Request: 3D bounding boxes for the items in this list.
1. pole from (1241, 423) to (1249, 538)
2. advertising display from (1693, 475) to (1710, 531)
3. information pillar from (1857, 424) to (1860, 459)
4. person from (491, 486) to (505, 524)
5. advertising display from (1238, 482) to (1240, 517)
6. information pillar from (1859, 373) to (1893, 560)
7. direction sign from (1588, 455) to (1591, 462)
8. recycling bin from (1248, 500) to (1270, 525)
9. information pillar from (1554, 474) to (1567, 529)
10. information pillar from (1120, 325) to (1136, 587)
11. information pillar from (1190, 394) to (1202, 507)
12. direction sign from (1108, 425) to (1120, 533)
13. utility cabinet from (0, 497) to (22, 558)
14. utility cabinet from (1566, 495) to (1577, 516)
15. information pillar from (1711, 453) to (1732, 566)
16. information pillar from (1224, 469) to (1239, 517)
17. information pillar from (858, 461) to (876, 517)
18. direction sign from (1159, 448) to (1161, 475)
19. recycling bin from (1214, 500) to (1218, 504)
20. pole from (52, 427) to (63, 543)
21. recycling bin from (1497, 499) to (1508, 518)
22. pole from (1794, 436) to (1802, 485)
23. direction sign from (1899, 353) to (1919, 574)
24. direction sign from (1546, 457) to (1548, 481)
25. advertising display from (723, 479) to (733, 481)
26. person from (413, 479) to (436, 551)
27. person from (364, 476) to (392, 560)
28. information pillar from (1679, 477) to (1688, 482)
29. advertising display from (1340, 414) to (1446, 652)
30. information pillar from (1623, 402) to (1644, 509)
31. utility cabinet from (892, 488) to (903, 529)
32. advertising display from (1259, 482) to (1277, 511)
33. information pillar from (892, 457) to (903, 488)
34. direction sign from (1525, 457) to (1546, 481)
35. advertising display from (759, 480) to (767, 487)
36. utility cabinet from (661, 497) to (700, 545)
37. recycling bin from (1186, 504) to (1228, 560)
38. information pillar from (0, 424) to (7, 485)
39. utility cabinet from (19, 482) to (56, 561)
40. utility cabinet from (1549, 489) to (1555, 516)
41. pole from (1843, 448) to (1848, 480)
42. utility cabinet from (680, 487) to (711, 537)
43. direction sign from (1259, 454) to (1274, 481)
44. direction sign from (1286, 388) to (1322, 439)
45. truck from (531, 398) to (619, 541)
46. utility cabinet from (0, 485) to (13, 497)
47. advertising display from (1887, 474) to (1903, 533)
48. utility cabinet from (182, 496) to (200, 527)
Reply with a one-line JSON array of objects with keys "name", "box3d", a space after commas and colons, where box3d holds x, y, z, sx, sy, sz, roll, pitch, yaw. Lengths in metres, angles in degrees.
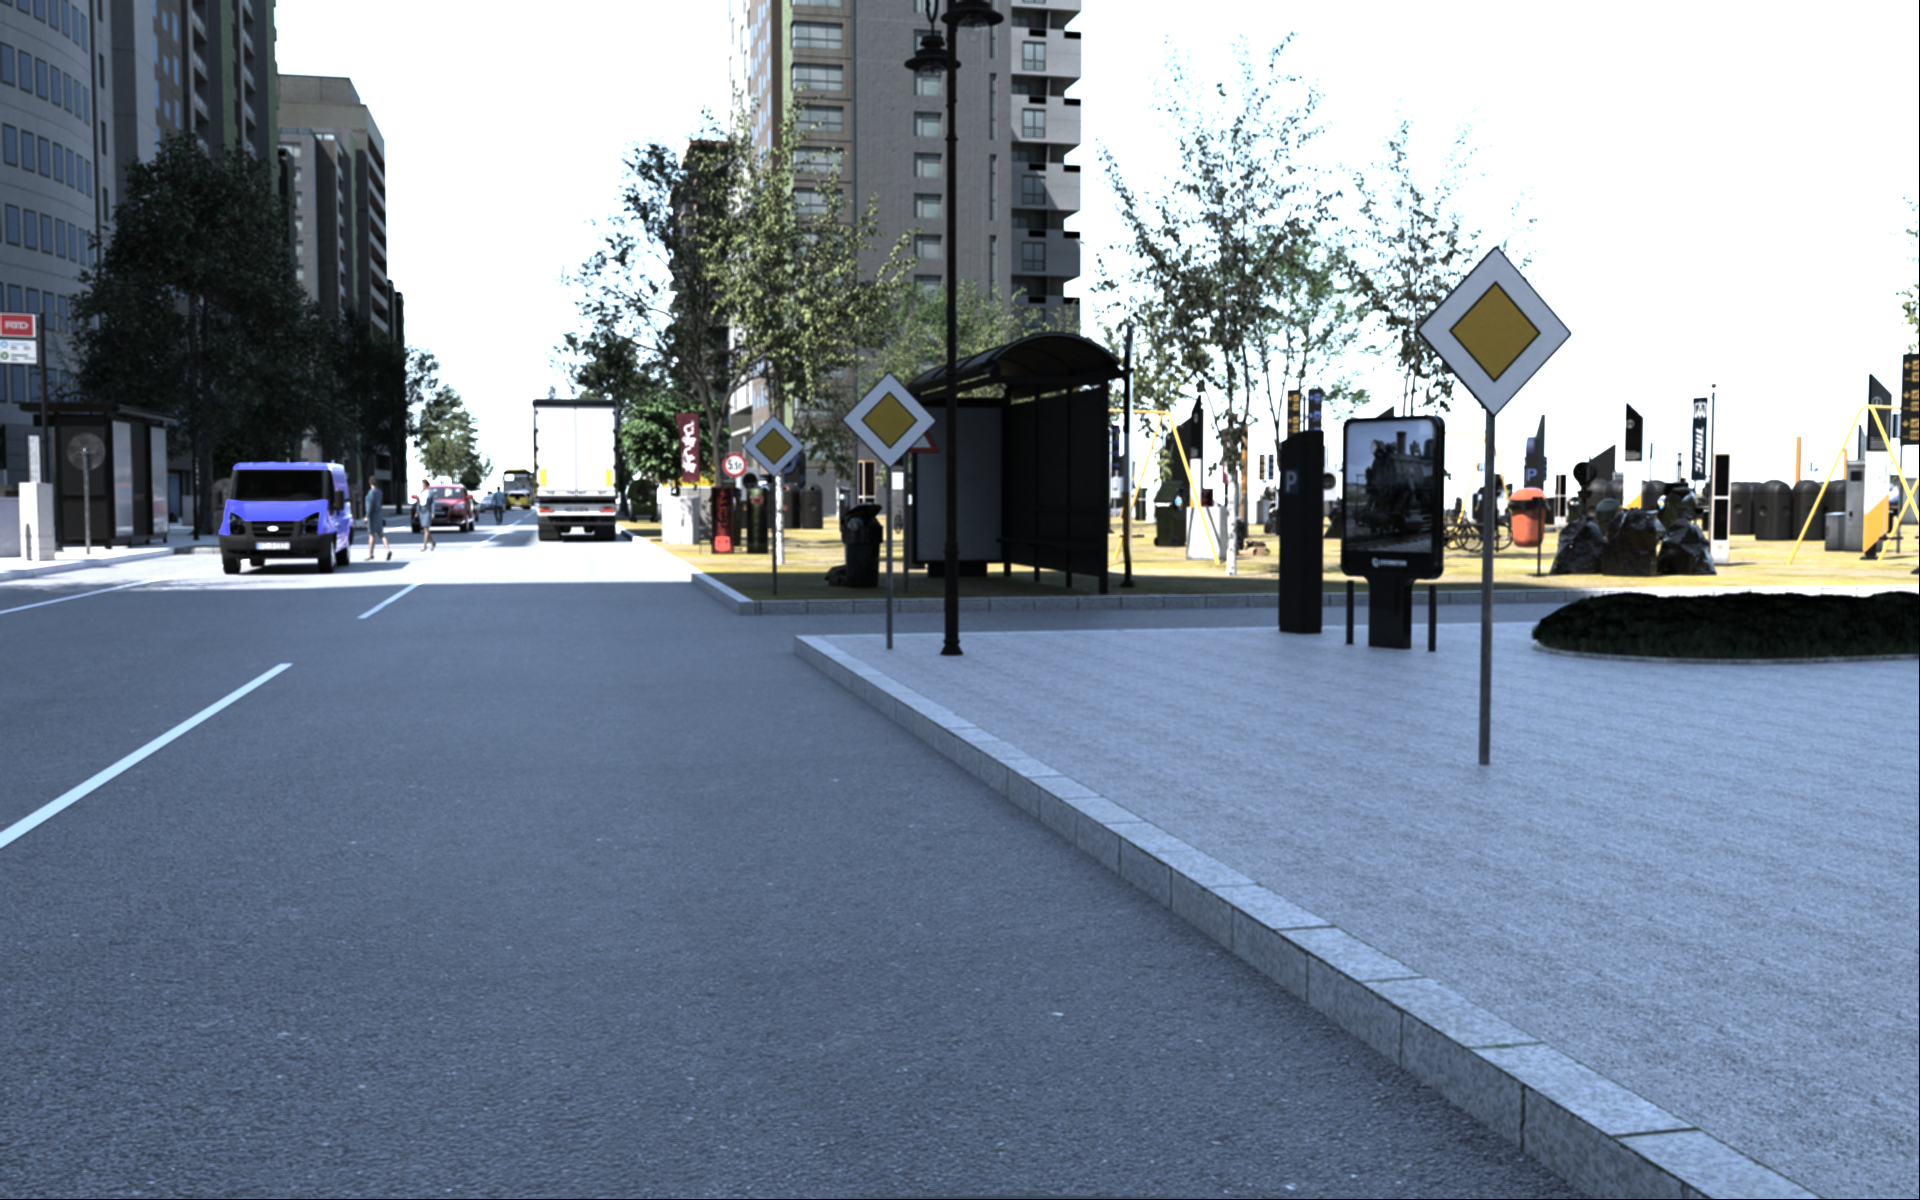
[{"name": "pole", "box3d": [8.223, -3.436, 50.025, 0.158, 3.312, 0.155, 0, 3, 0]}, {"name": "advertising display", "box3d": [25.881, -3.344, 59.884, 0.974, 1.923, 0.123, 1, 4, 9]}, {"name": "information pillar", "box3d": [30.108, -4.070, 57.896, 0.504, 3.616, 0.183, -3, 5, -40]}, {"name": "person", "box3d": [-21.795, -4.483, 81.808, 0.660, 1.820, 0.620, -3, 4, -37]}, {"name": "advertising display", "box3d": [15.155, -5.523, 95.521, 0.123, 1.923, 0.974, 3, 4, 37]}, {"name": "information pillar", "box3d": [17.838, -2.589, 33.681, 0.504, 3.616, 0.183, -1, 4, -9]}, {"name": "direction sign", "box3d": [36.719, -6.672, 101.081, 0.379, 3.537, 0.876, 2, 4, 27]}, {"name": "recycling bin", "box3d": [12.659, -3.721, 73.389, 0.722, 1.027, 0.722, 2, 4, 30]}, {"name": "information pillar", "box3d": [21.848, -3.578, 62.991, 0.304, 2.012, 0.304, -1, 4, -10]}, {"name": "information pillar", "box3d": [2.313, -1.987, 23.836, 0.183, 3.616, 0.504, 1, 4, 11]}, {"name": "information pillar", "box3d": [5.569, -3.029, 40.877, 0.183, 3.616, 0.504, -1, 4, -14]}, {"name": "direction sign", "box3d": [4.867, -3.943, 56.468, 0.876, 3.537, 0.379, -3, 4, -36]}, {"name": "utility cabinet", "box3d": [-19.305, -1.435, 34.624, 0.306, 1.237, 1.020, 2, 4, 34]}, {"name": "utility cabinet", "box3d": [33.978, -5.249, 96.988, 1.020, 1.237, 0.306, 0, 4, 5]}, {"name": "information pillar", "box3d": [13.603, -1.619, 30.958, 0.304, 2.012, 0.304, 1, 4, 23]}, {"name": "information pillar", "box3d": [8.015, -2.855, 51.179, 0.304, 2.012, 0.304, -3, 5, -42]}, {"name": "information pillar", "box3d": [-2.057, -2.068, 38.311, 0.304, 2.012, 0.304, -2, 4, -27]}, {"name": "direction sign", "box3d": [10.064, -5.647, 84.319, 0.876, 3.537, 0.379, 3, 4, 37]}, {"name": "recycling bin", "box3d": [11.054, -3.954, 77.204, 0.722, 1.027, 0.722, -1, 4, -12]}, {"name": "pole", "box3d": [-23.722, -3.162, 45.537, 0.158, 3.312, 0.155, 0, 3, 0]}, {"name": "recycling bin", "box3d": [27.190, -4.577, 87.384, 0.722, 1.027, 0.722, 2, 4, 28]}, {"name": "pole", "box3d": [29.369, -4.090, 60.711, 0.158, 3.312, 0.155, 0, 3, 0]}, {"name": "direction sign", "box3d": [15.477, -2.183, 27.696, 0.379, 3.537, 0.876, -3, 4, -39]}, {"name": "direction sign", "box3d": [34.949, -6.871, 104.344, 0.876, 3.537, 0.379, 0, 4, -6]}, {"name": "advertising display", "box3d": [-9.802, -4.233, 74.425, 0.974, 1.923, 0.123, -2, 4, -24]}, {"name": "person", "box3d": [-13.434, -2.153, 43.718, 0.581, 1.822, 0.654, 2, 4, 34]}, {"name": "person", "box3d": [-12.577, -1.762, 37.329, 0.654, 1.822, 0.581, 2, 4, 27]}, {"name": "information pillar", "box3d": [31.285, -4.309, 74.951, 0.304, 2.012, 0.304, 3, 4, 36]}, {"name": "advertising display", "box3d": [3.593, -0.563, 14.426, 0.123, 1.923, 0.974, -3, 4, -38]}, {"name": "information pillar", "box3d": [17.074, -3.217, 43.955, 0.183, 3.616, 0.504, -3, 4, -37]}, {"name": "utility cabinet", "box3d": [-2.095, -3.302, 62.667, 1.173, 1.500, 0.318, -3, 5, -42]}, {"name": "advertising display", "box3d": [16.203, -5.254, 91.117, 0.974, 1.923, 0.123, 3, 4, 38]}, {"name": "information pillar", "box3d": [-2.340, -4.555, 65.822, 0.504, 3.616, 0.183, -1, 4, -10]}, {"name": "direction sign", "box3d": [30.070, -6.038, 90.724, 0.876, 3.537, 0.379, 1, 4, 16]}, {"name": "advertising display", "box3d": [-9.322, -4.653, 81.293, 0.974, 1.923, 0.123, 3, 5, 40]}, {"name": "utility cabinet", "box3d": [-7.132, -2.019, 44.165, 1.020, 1.237, 0.306, 2, 4, 30]}, {"name": "recycling bin", "box3d": [4.906, -1.308, 33.946, 0.722, 1.027, 0.722, 2, 4, 32]}, {"name": "information pillar", "box3d": [-32.234, -4.095, 58.311, 0.504, 3.616, 0.183, 3, 4, 38]}, {"name": "utility cabinet", "box3d": [-17.724, -1.505, 33.285, 0.318, 1.500, 1.173, -3, 5, -42]}, {"name": "utility cabinet", "box3d": [27.878, -4.432, 81.150, 0.318, 1.500, 1.173, 0, 4, 7]}, {"name": "pole", "box3d": [39.537, -5.110, 77.391, 0.158, 3.312, 0.155, 0, 3, 0]}, {"name": "utility cabinet", "box3d": [-7.588, -2.575, 50.773, 1.173, 1.500, 0.318, -1, 4, -13]}, {"name": "direction sign", "box3d": [17.304, -6.472, 97.815, 0.876, 3.537, 0.379, 2, 4, 26]}, {"name": "direction sign", "box3d": [7.413, -2.775, 37.364, 0.876, 3.537, 0.379, 3, 5, 44]}, {"name": "truck", "box3d": [-12.455, -4.125, 56.357, 2.839, 4.237, 11.283, -1, 4, -12]}, {"name": "utility cabinet", "box3d": [-22.668, -1.950, 40.564, 0.318, 1.500, 1.173, 0, 4, 3]}, {"name": "advertising display", "box3d": [30.199, -3.130, 56.389, 0.974, 1.923, 0.123, 0, 4, -8]}, {"name": "utility cabinet", "box3d": [-30.290, -3.518, 68.678, 1.020, 1.237, 0.306, -2, 4, -23]}]
